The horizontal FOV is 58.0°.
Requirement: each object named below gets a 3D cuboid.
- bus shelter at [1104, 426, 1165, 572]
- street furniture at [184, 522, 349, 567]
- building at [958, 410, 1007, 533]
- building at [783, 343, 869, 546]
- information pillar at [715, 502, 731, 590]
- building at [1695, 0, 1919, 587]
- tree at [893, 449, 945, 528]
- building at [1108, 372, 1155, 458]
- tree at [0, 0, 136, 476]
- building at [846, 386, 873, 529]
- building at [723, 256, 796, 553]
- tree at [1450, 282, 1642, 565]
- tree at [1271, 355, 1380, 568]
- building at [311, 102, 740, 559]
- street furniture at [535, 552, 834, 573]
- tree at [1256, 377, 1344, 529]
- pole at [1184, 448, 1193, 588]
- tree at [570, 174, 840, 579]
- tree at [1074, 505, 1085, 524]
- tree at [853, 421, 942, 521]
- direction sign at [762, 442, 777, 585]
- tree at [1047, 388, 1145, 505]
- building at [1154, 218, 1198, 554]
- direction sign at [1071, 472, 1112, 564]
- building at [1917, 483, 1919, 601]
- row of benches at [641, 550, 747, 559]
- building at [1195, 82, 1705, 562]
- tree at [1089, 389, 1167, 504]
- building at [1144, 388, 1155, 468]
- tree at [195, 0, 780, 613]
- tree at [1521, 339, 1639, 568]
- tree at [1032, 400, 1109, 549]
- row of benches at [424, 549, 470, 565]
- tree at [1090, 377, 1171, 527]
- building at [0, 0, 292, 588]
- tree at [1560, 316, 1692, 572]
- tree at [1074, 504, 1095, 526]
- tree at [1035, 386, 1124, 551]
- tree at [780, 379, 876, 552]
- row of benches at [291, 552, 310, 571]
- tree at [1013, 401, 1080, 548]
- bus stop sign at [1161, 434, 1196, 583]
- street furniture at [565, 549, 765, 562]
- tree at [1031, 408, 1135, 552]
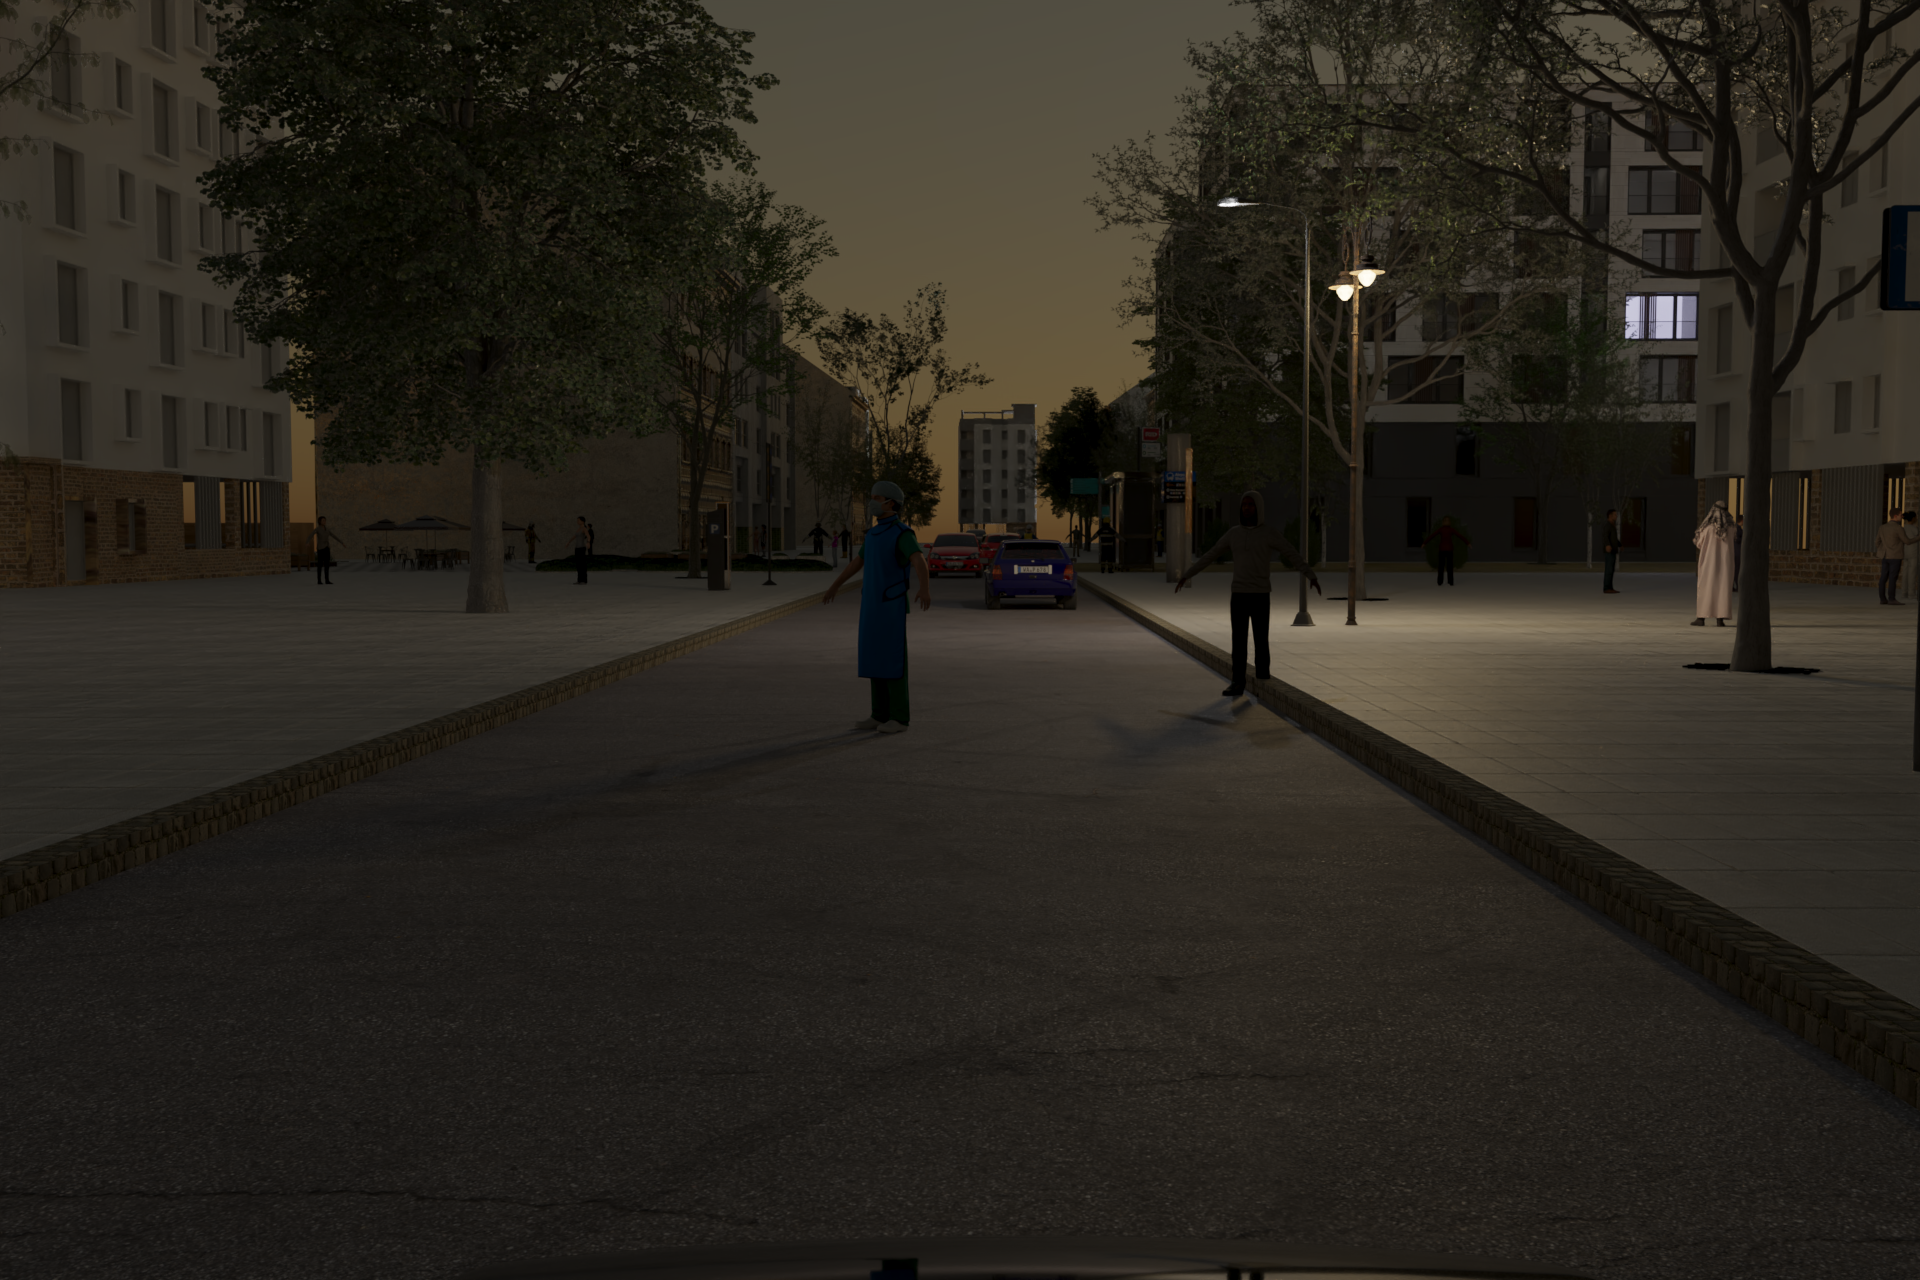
[{"bbox_3d":[6.349,-5.184,62.385,2.179,5.291,8.768,0,4,2],"label":"bus shelter"},{"bbox_3d":[-28.480,-3.756,68.258,11.010,1.723,9.812,2,4,33],"label":"street furniture"},{"bbox_3d":[0.113,-24.217,254.823,11.380,20.090,16.016,0,4,-4],"label":"building"},{"bbox_3d":[-20.685,-22.380,196.843,19.493,23.208,18.063,0,4,2],"label":"building"},{"bbox_3d":[-5.406,-2.145,39.570,0.304,2.012,0.304,0,4,1],"label":"information pillar"},{"bbox_3d":[27.030,-11.801,49.363,16.016,20.090,11.380,0,4,2],"label":"building"},{"bbox_3d":[-7.238,-21.113,251.853,9.857,13.997,8.962,0,3,0],"label":"tree"},{"bbox_3d":[27.265,-23.240,210.895,19.493,23.208,18.063,0,4,1],"label":"building"},{"bbox_3d":[-8.629,-3.782,12.203,4.360,8.622,3.978,0,3,0],"label":"tree"},{"bbox_3d":[-20.612,-21.810,223.054,16.747,18.905,31.486,0,4,1],"label":"building"},{"bbox_3d":[-22.030,-15.696,123.087,16.747,18.905,31.486,0,4,2],"label":"building"},{"bbox_3d":[24.569,-8.995,72.827,9.928,11.665,9.643,0,3,0],"label":"tree"},{"bbox_3d":[13.880,-7.058,65.753,4.360,8.622,3.978,0,3,0],"label":"tree"},{"bbox_3d":[-23.233,-16.224,96.183,19.493,23.208,18.063,0,4,1],"label":"building"},{"bbox_3d":[-9.260,-2.702,59.807,10.072,0.657,5.734,0,4,4],"label":"street furniture"},{"bbox_3d":[14.918,-7.642,75.316,4.737,8.622,4.395,0,3,0],"label":"tree"},{"bbox_3d":[5.441,-2.900,41.251,0.158,3.312,0.155,0,3,0],"label":"pole"},{"bbox_3d":[-7.483,-7.578,49.649,9.928,11.665,9.643,0,3,0],"label":"tree"},{"bbox_3d":[18.509,-18.484,252.580,4.737,8.622,4.395,0,3,0],"label":"tree"},{"bbox_3d":[-5.190,-12.770,143.209,8.767,10.594,7.601,1,4,15],"label":"tree"},{"bbox_3d":[-4.768,-3.136,43.277,0.379,3.537,0.876,0,4,1],"label":"direction sign"},{"bbox_3d":[9.082,-10.832,111.521,7.601,10.594,8.767,0,4,5],"label":"tree"},{"bbox_3d":[28.124,-17.368,127.945,27.936,21.610,32.646,0,4,1],"label":"building"},{"bbox_3d":[5.995,-5.187,73.568,2.525,3.948,1.411,0,4,-1],"label":"direction sign"},{"bbox_3d":[27.398,-11.762,23.239,19.493,23.208,18.063,0,4,1],"label":"building"},{"bbox_3d":[-10.063,-3.030,64.997,4.104,0.672,1.422,1,4,9],"label":"row of benches"},{"bbox_3d":[26.713,-15.360,95.112,27.936,21.610,32.646,0,4,1],"label":"building"},{"bbox_3d":[8.822,-8.328,86.533,4.360,8.622,3.978,0,3,0],"label":"tree"},{"bbox_3d":[29.957,-21.569,183.585,19.493,23.208,18.063,0,4,1],"label":"building"},{"bbox_3d":[-7.835,-7.422,28.011,9.857,13.997,8.962,0,3,0],"label":"tree"},{"bbox_3d":[23.803,-6.991,64.660,4.360,8.622,3.978,0,3,0],"label":"tree"},{"bbox_3d":[9.838,-13.980,146.705,7.486,12.596,7.792,0,3,0],"label":"tree"},{"bbox_3d":[-21.532,-3.484,72.420,1.422,0.672,4.104,0,4,4],"label":"row of benches"},{"bbox_3d":[8.752,-7.961,80.529,4.360,8.622,3.978,0,3,0],"label":"tree"},{"bbox_3d":[-26.794,-11.382,42.508,16.016,20.090,11.380,0,4,1],"label":"building"},{"bbox_3d":[22.210,-6.643,58.971,4.360,8.622,3.978,0,3,0],"label":"tree"},{"bbox_3d":[18.874,-18.210,248.102,4.360,8.622,3.978,0,3,0],"label":"tree"},{"bbox_3d":[9.588,-13.174,133.514,7.486,12.596,7.792,0,3,0],"label":"tree"},{"bbox_3d":[-6.786,-7.991,81.023,4.360,8.622,3.978,0,3,0],"label":"tree"},{"bbox_3d":[-24.744,-2.757,60.545,4.104,0.672,1.422,1,4,13],"label":"row of benches"},{"bbox_3d":[10.231,-15.226,159.322,12.009,13.543,11.850,0,3,0],"label":"tree"},{"bbox_3d":[5.760,-3.464,45.658,0.837,3.901,0.837,0,4,2],"label":"bus stop sign"},{"bbox_3d":[-12.537,-3.441,71.889,5.734,0.657,10.072,3,5,39],"label":"street furniture"},{"bbox_3d":[9.298,-11.640,124.723,8.767,10.594,7.601,0,3,0],"label":"tree"}]
